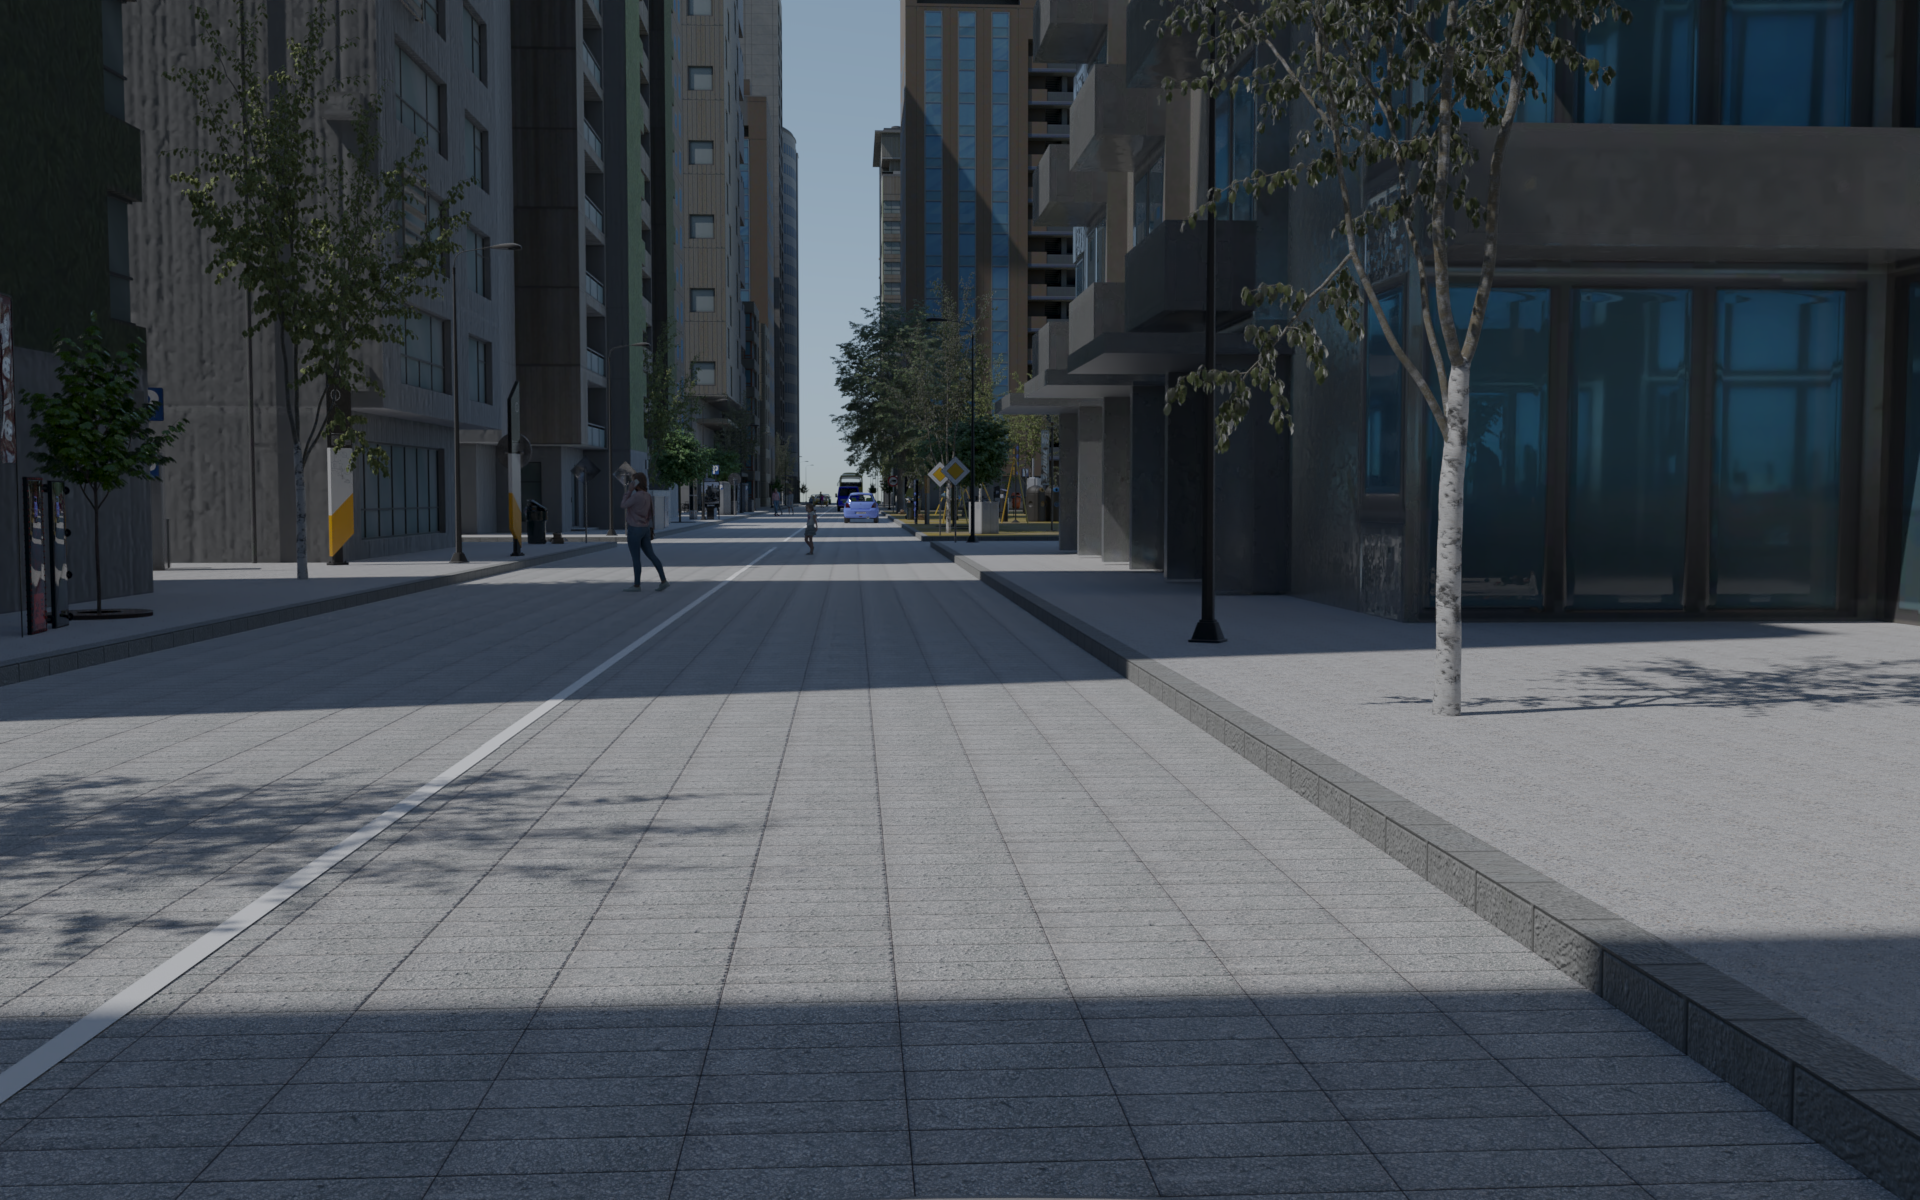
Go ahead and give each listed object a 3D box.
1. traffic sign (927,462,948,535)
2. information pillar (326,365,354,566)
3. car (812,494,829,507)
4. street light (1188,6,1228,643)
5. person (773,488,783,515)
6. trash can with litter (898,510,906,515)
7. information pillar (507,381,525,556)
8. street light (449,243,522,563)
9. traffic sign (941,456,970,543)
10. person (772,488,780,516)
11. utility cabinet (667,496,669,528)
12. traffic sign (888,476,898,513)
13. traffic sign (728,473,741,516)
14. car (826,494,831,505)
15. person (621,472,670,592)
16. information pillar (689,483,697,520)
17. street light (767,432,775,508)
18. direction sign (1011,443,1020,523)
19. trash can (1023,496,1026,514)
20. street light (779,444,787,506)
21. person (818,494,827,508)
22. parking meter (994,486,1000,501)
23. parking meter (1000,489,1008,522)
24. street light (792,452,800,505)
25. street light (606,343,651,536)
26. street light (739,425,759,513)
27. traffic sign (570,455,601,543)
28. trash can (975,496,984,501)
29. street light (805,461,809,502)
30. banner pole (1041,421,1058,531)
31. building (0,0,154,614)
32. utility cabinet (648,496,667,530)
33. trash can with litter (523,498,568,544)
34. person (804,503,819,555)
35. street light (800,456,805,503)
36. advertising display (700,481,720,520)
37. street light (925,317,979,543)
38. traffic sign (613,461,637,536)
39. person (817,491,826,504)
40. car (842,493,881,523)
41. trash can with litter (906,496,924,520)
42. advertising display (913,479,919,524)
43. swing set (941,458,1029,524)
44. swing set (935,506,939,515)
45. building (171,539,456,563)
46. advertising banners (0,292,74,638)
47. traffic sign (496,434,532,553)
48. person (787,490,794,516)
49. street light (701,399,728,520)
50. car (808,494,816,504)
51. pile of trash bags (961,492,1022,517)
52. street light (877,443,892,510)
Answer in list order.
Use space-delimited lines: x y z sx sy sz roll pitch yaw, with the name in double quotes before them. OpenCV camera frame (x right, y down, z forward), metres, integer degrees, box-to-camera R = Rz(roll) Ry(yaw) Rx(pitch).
"traffic sign" -0.619 -3.061 53.685 0.795 2.450 0.064 0 4 -4
"information pillar" -11.185 -2.438 31.214 0.183 3.616 0.504 2 4 33
"car" -16.076 -11.603 199.928 2.015 1.641 3.980 0 4 -3
"street light" 1.613 -2.587 14.841 1.470 5.913 1.316 0 4 -4
"person" -12.569 -6.776 119.156 0.748 1.841 0.638 3 5 41
"trash can with litter" -3.314 -5.916 108.110 1.055 1.170 0.624 -1 4 -16
"information pillar" -9.177 -2.712 35.689 0.183 3.616 0.504 0 4 6
"street light" -8.813 -3.648 32.194 1.470 5.913 1.316 0 4 -4
"traffic sign" -0.123 -2.573 45.716 0.795 2.450 0.064 0 4 -4
"person" -11.918 -6.332 112.030 0.555 1.821 0.388 -3 4 -39
"utility cabinet" -11.217 -3.321 65.461 0.306 1.237 1.020 0 4 -2
"traffic sign" -4.592 -7.278 119.093 0.768 2.556 0.104 0 4 -3
"traffic sign" -13.491 -6.330 103.606 0.768 2.556 0.104 0 4 2
"car" -18.581 -13.983 237.424 1.959 1.807 4.718 0 4 -3
"person" -4.620 -1.000 25.440 0.643 1.750 0.593 1 4 19
"information pillar" -13.445 -5.063 87.278 0.304 2.012 0.304 2 4 28
"street light" -14.845 -9.611 129.684 1.470 5.913 1.316 0 4 -4
"direction sign" 2.499 -5.249 77.818 0.379 3.537 0.876 -1 4 -16
"trash can" 4.268 -5.991 109.611 0.748 1.137 0.748 0 3 0
"street light" -16.882 -11.494 160.472 1.470 5.913 1.316 0 4 -4
"person" -14.185 -10.208 178.622 0.991 1.433 0.599 -1 4 -20
"parking meter" 2.445 -6.693 115.145 0.399 1.863 0.255 -1 4 -10
"parking meter" 2.040 -4.387 80.132 0.372 1.533 0.369 0 3 0
"street light" -18.738 -13.378 191.272 1.470 5.913 1.316 0 4 -4
"street light" -10.188 -4.934 53.219 1.470 5.913 1.316 0 4 -4
"street light" -14.089 -8.761 115.791 1.470 5.913 1.316 0 4 -4
"traffic sign" -9.750 -2.538 45.138 0.795 2.450 0.064 0 4 -4
"trash can" 1.435 -7.033 126.634 0.748 1.137 0.748 0 3 0
"street light" -21.947 -16.550 243.125 1.470 5.913 1.316 0 4 -4
"banner pole" 3.024 -4.252 59.540 0.401 3.779 0.863 3 5 41
"building" -17.076 -14.840 14.344 14.160 30.474 14.107 0 4 -4
"utility cabinet" -10.940 -3.123 62.223 0.306 1.237 1.020 1 4 10
"trash can with litter" -10.670 -2.031 44.587 1.055 1.170 0.624 -2 4 -24
"person" -3.466 -1.677 40.929 0.382 1.210 0.505 -3 4 -36
"street light" -20.022 -14.666 212.329 1.470 5.913 1.316 0 4 -4
"advertising display" -12.564 -5.012 87.154 0.974 1.923 0.123 -1 4 -15
"street light" -0.206 -4.472 45.661 1.470 5.913 1.316 0 4 -4
"traffic sign" -10.246 -3.025 53.108 0.795 2.450 0.064 0 4 -4
"person" -15.203 -11.054 190.018 1.217 1.735 0.721 2 4 32
"car" -4.897 -4.686 86.211 1.945 1.707 3.694 0 4 -2
"trash can with litter" -2.115 -4.717 88.511 0.624 1.170 1.055 -2 4 -30
"advertising display" -1.881 -4.206 73.986 0.123 1.923 0.974 0 4 -7
"swing set" 1.205 -4.745 75.199 3.119 2.851 2.862 -1 4 -22
"swing set" 0.389 -6.532 104.421 2.862 2.851 3.119 -2 4 -24
"building" -18.011 -21.646 37.504 14.086 41.232 14.154 0 4 -4
"advertising banners" -8.506 -1.205 15.898 0.090 3.025 2.074 -1 4 -13
"traffic sign" -9.301 -2.202 36.117 0.768 2.556 0.104 0 4 6
"person" -11.245 -6.462 114.910 0.466 1.731 0.760 1 4 10
"street light" -12.020 -6.863 84.755 1.470 5.913 1.316 0 4 -4
"car" -18.964 -13.214 228.054 2.014 1.417 4.499 0 4 -2
"pile of trash bags" 1.887 -5.315 96.649 3.447 1.369 1.912 -2 4 -28
"street light" -6.308 -10.328 141.411 1.470 5.913 1.316 0 4 -4
